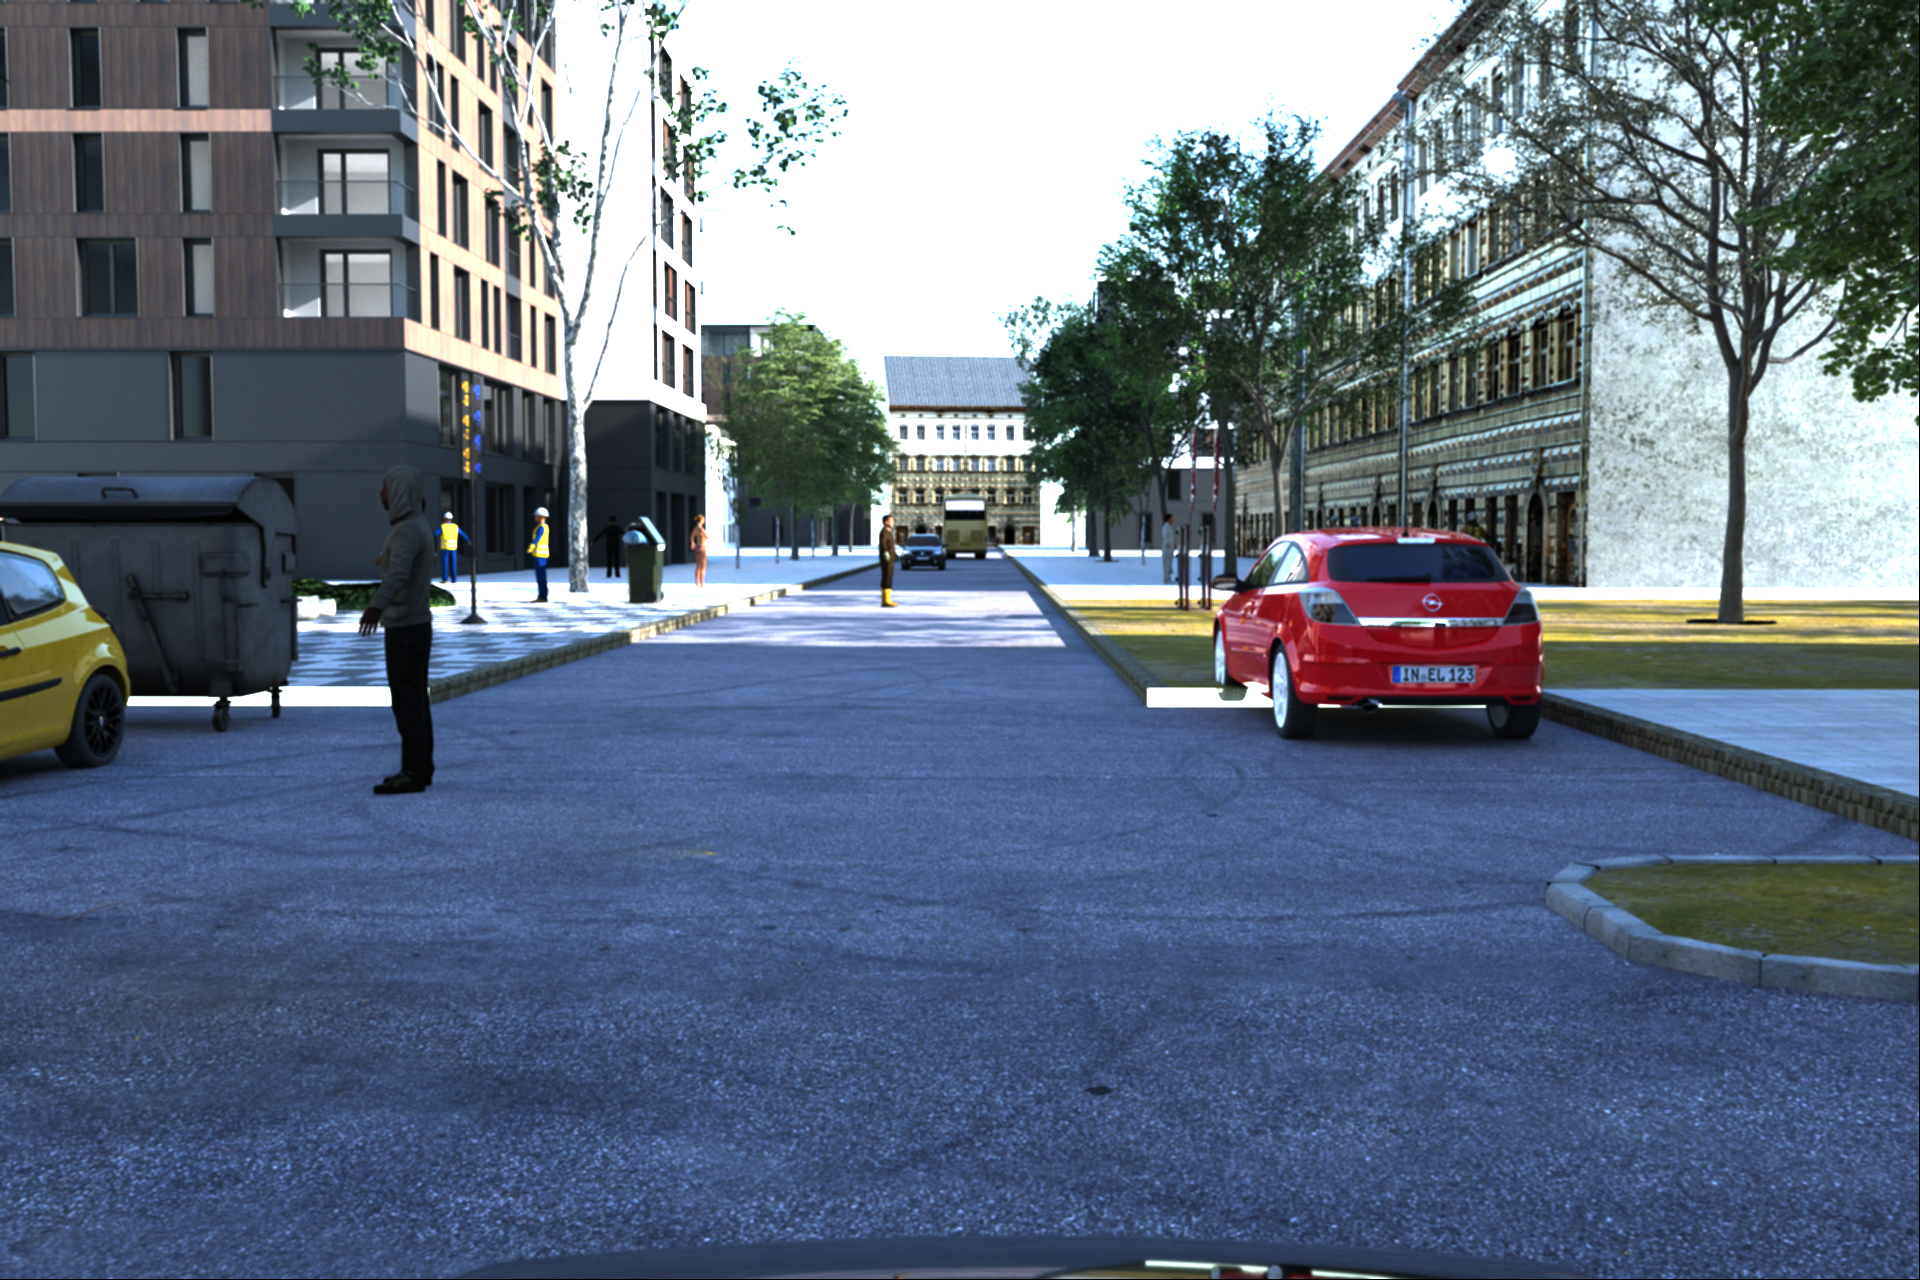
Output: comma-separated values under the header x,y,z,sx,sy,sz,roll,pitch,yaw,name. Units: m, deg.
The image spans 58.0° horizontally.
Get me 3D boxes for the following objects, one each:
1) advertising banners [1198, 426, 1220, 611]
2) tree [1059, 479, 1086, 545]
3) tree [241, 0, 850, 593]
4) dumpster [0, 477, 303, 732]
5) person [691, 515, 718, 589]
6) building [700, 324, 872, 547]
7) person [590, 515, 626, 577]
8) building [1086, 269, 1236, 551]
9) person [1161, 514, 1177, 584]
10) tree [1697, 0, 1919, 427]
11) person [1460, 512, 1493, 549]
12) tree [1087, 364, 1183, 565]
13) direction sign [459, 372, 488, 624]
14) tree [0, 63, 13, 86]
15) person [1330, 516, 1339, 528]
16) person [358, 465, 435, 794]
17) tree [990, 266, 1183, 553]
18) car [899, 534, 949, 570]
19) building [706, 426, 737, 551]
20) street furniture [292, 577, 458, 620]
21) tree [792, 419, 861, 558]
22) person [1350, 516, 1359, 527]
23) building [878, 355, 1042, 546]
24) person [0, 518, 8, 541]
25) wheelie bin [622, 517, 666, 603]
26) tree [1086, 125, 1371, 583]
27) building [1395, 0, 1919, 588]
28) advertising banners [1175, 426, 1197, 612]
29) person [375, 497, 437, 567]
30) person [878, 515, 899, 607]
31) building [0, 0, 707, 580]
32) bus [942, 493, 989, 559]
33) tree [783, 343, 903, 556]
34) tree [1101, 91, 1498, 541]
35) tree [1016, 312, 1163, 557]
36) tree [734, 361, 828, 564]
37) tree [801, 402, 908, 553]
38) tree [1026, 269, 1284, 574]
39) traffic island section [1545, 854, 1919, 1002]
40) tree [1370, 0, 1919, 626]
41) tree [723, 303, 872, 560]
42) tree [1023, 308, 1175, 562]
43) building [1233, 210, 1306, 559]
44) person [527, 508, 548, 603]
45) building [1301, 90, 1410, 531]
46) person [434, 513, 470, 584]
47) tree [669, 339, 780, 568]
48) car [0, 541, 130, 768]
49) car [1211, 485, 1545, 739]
x,y,z,sx,sy,sz,roll,pitch,yaw,name
4.201,-2.023,29.261,0.090,3.025,2.074,0,4,1,advertising banners
15.320,-17.542,204.939,7.486,12.596,7.792,0,3,0,tree
-8.202,-11.018,36.035,12.611,20.169,13.585,0,3,0,tree
-6.051,-0.292,12.984,1.865,1.857,1.264,0,4,1,dumpster
-6.056,-2.086,40.910,0.721,1.733,1.217,-3,4,-37,person
-24.363,-20.855,184.959,27.936,21.610,32.646,0,4,1,building
-10.272,-2.773,51.278,1.347,1.837,0.705,-1,4,-12,person
24.726,-18.724,150.115,27.936,21.610,32.646,0,4,1,building
5.429,-2.366,44.874,0.705,1.806,1.347,1,4,15,person
9.647,-5.797,12.916,7.486,12.596,7.792,0,3,0,tree
13.135,-2.369,44.507,1.354,1.858,0.705,-1,4,-14,person
7.488,-7.406,71.456,4.737,8.622,4.395,0,3,0,tree
-6.955,-1.999,24.684,0.379,3.537,0.876,0,4,1,direction sign
-11.328,-4.833,13.436,7.601,10.594,8.767,-1,4,-14,tree
11.567,-2.925,53.673,0.705,1.847,1.347,-1,4,-18,person
-3.121,-0.068,9.691,0.705,1.813,1.348,-1,4,-9,person
8.784,-16.030,117.976,12.611,20.169,13.585,0,3,0,tree
-1.449,-3.671,69.802,2.009,1.686,4.222,0,4,1,car
-23.460,-12.592,148.027,9.099,9.664,28.070,0,4,0,building
-11.776,-0.755,27.970,5.734,0.657,10.072,0,4,5,street furniture
-8.218,-8.819,94.545,4.360,8.622,3.978,0,3,0,tree
11.465,-2.693,50.156,1.347,1.817,0.704,-2,4,-33,person
-0.413,-23.159,212.034,18.063,23.208,19.493,0,4,-7,building
-18.292,-1.636,32.943,1.347,1.806,0.705,2,4,33,person
-5.881,-1.486,32.207,0.693,1.594,0.980,0,4,3,wheelie bin
6.896,-7.274,44.690,9.928,11.665,9.643,0,3,0,tree
24.195,-13.353,49.250,19.493,23.208,18.063,0,4,1,building
3.793,-2.010,29.056,0.090,3.025,2.074,0,3,0,advertising banners
-6.392,-0.817,20.075,0.721,1.740,1.216,1,4,13,person
-1.401,-1.559,34.092,0.704,1.812,1.346,0,4,6,person
-25.745,-13.440,63.715,27.936,21.610,32.646,0,4,0,building
0.323,-6.774,102.309,2.896,3.916,12.252,0,4,0,bus
-7.074,-11.303,102.931,7.486,12.596,7.792,0,3,0,tree
6.771,-6.204,35.846,8.767,10.594,7.601,1,4,17,tree
7.685,-11.753,98.825,9.857,13.997,8.962,0,3,0,tree
-8.127,-7.607,74.730,4.360,8.622,3.978,0,3,0,tree
-7.451,-11.110,116.066,8.767,10.594,7.601,0,4,8,tree
6.634,-7.452,56.256,8.767,10.594,7.601,-2,4,-24,tree
3.249,1.014,6.291,1.991,0.108,1.994,0,4,1,traffic island section
11.072,-6.968,24.291,12.009,13.543,11.850,0,3,0,tree
-8.115,-10.261,85.901,7.486,12.596,7.792,0,3,0,tree
6.736,-9.435,80.023,9.928,11.665,9.643,0,3,0,tree
24.711,-15.770,88.774,19.493,23.208,18.063,0,4,1,building
-7.956,-1.595,32.539,0.721,1.772,1.216,0,4,-3,person
24.679,-14.546,68.763,19.493,23.208,18.063,0,4,0,building
-13.165,-2.360,44.549,1.349,1.833,0.705,-3,4,-36,person
-8.100,-6.989,64.628,4.360,8.622,3.978,0,3,0,tree
-6.137,0.057,9.290,2.015,1.641,3.980,0,4,1,car
3.119,-0.279,13.599,2.155,1.783,4.494,0,4,0,car
